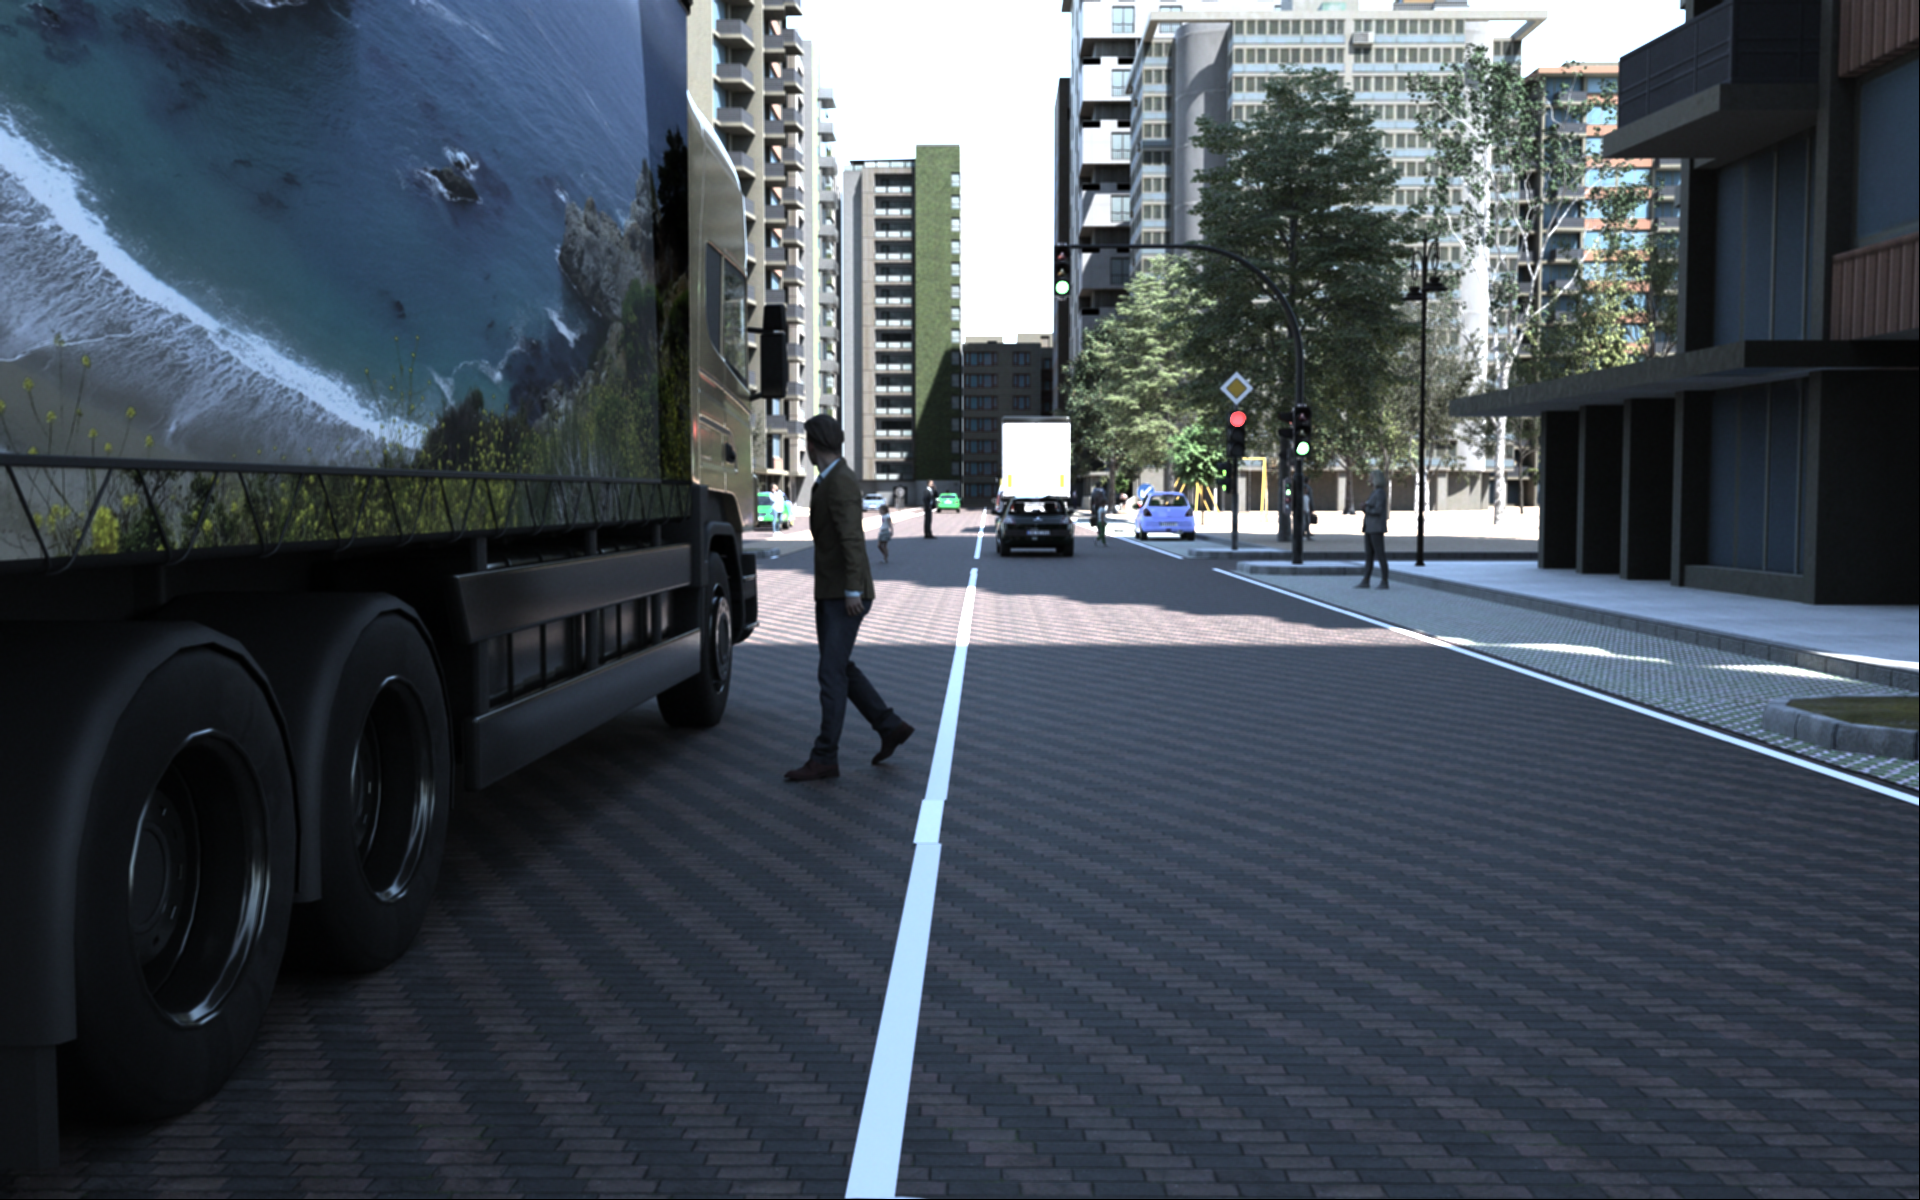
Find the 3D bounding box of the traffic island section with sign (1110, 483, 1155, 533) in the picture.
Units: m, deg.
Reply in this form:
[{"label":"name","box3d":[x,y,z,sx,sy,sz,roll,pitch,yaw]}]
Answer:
[{"label":"traffic island section with sign","box3d":[6.728,-3.407,64.335,1.989,1.847,2.006,0,4,1]}]

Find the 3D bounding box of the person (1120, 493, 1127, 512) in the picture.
[{"label":"person","box3d":[11.633,-6.991,123.531,0.628,1.438,0.799,-1,4,-11]}]

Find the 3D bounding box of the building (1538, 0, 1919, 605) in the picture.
[{"label":"building","box3d":[19.462,-22.106,16.066,22.147,44.769,28.867,0,4,1]}]

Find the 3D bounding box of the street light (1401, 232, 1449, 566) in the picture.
[{"label":"street light","box3d":[8.227,-3.548,30.799,0.468,5.910,1.993,0,4,1]}]

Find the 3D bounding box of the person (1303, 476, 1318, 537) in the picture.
[{"label":"person","box3d":[10.511,-2.826,52.346,0.767,1.812,0.694,-2,4,-33]}]

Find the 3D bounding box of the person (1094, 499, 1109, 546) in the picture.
[{"label":"person","box3d":[3.885,-2.134,47.645,0.590,1.304,0.306,-3,4,-39]}]

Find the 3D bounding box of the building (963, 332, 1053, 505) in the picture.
[{"label":"building","box3d":[14.974,-22.437,211.887,28.899,21.520,27.650,0,4,1]}]

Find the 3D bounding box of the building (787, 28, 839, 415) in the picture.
[{"label":"building","box3d":[-28.192,-34.232,179.306,30.456,49.044,23.786,0,4,1]}]

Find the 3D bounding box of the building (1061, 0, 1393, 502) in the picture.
[{"label":"building","box3d":[24.268,-35.025,161.893,28.713,52.752,27.495,0,4,1]}]

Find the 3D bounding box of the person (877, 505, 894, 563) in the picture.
[{"label":"person","box3d":[-1.505,-1.383,36.119,0.382,1.210,0.505,-2,4,-35]}]

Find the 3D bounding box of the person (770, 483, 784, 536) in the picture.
[{"label":"person","box3d":[-6.254,-3.075,59.038,0.793,1.790,0.793,0,4,5]}]

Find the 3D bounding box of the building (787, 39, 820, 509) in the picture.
[{"label":"building","box3d":[-19.978,-28.610,151.362,14.154,41.232,14.086,0,4,1]}]

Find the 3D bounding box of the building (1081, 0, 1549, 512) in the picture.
[{"label":"building","box3d":[26.089,-27.142,135.646,32.217,40.220,23.993,0,4,1]}]

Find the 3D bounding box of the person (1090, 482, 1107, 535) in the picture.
[{"label":"person","box3d":[4.519,-2.935,56.460,0.622,1.834,0.822,2,4,24]}]

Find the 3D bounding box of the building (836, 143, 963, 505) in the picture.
[{"label":"building","box3d":[-6.680,-31.895,205.076,14.086,41.232,14.154,0,4,1]}]

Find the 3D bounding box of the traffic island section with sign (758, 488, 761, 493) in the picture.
[{"label":"traffic island section with sign","box3d":[-10.945,-5.115,92.253,1.989,1.847,2.006,0,4,1]}]

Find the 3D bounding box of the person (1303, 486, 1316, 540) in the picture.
[{"label":"person","box3d":[9.556,-2.402,47.917,0.523,1.515,0.503,2,4,26]}]

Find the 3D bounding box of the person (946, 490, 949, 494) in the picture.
[{"label":"person","box3d":[-1.345,-10.530,180.607,0.705,1.831,1.348,1,4,22]}]

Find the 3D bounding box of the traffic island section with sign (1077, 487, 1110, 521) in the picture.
[{"label":"traffic island section with sign","box3d":[7.166,-5.056,91.286,1.989,1.847,2.006,0,4,1]}]

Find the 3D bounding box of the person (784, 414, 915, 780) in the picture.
[{"label":"person","box3d":[-0.603,-0.032,8.927,0.836,1.842,0.656,-3,5,-39]}]

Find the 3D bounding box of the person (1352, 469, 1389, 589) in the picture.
[{"label":"person","box3d":[6.185,-1.059,26.000,0.526,1.800,0.537,0,4,7]}]

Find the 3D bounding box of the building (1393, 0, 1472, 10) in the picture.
[{"label":"building","box3d":[43.469,-40.659,206.775,28.212,58.520,21.231,0,4,1]}]

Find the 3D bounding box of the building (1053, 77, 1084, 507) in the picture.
[{"label":"building","box3d":[17.000,-32.598,183.082,14.600,45.320,14.200,0,4,1]}]

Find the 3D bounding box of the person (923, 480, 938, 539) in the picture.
[{"label":"person","box3d":[-0.942,-2.947,56.040,0.474,1.900,0.648,0,4,4]}]

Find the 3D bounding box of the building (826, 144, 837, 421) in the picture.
[{"label":"building","box3d":[-21.340,-31.899,205.147,14.086,41.232,14.154,0,4,1]}]

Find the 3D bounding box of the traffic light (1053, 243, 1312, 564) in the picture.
[{"label":"traffic light","box3d":[4.064,-3.478,31.534,4.771,5.953,1.251,0,4,1]}]

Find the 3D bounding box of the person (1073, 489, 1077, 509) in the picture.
[{"label":"person","box3d":[9.812,-8.561,146.950,0.436,1.711,0.756,1,4,10]}]

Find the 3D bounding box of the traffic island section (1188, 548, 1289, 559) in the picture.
[{"label":"traffic island section","box3d":[6.326,-1.068,39.739,2.009,0.180,2.903,0,4,1]}]

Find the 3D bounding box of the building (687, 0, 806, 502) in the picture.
[{"label":"building","box3d":[-23.448,-29.067,129.871,22.147,44.769,28.867,0,4,1]}]

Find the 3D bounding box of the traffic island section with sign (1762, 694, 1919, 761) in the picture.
[{"label":"traffic island section with sign","box3d":[5.847,-0.084,10.004,1.989,1.847,2.006,0,4,1]}]

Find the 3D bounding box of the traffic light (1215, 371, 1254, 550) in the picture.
[{"label":"traffic light","box3d":[6.286,-3.101,39.626,0.839,4.253,0.868,0,4,1]}]

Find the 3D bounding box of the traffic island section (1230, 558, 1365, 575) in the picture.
[{"label":"traffic island section","box3d":[6.197,-0.579,31.755,2.009,0.180,2.903,0,4,1]}]
